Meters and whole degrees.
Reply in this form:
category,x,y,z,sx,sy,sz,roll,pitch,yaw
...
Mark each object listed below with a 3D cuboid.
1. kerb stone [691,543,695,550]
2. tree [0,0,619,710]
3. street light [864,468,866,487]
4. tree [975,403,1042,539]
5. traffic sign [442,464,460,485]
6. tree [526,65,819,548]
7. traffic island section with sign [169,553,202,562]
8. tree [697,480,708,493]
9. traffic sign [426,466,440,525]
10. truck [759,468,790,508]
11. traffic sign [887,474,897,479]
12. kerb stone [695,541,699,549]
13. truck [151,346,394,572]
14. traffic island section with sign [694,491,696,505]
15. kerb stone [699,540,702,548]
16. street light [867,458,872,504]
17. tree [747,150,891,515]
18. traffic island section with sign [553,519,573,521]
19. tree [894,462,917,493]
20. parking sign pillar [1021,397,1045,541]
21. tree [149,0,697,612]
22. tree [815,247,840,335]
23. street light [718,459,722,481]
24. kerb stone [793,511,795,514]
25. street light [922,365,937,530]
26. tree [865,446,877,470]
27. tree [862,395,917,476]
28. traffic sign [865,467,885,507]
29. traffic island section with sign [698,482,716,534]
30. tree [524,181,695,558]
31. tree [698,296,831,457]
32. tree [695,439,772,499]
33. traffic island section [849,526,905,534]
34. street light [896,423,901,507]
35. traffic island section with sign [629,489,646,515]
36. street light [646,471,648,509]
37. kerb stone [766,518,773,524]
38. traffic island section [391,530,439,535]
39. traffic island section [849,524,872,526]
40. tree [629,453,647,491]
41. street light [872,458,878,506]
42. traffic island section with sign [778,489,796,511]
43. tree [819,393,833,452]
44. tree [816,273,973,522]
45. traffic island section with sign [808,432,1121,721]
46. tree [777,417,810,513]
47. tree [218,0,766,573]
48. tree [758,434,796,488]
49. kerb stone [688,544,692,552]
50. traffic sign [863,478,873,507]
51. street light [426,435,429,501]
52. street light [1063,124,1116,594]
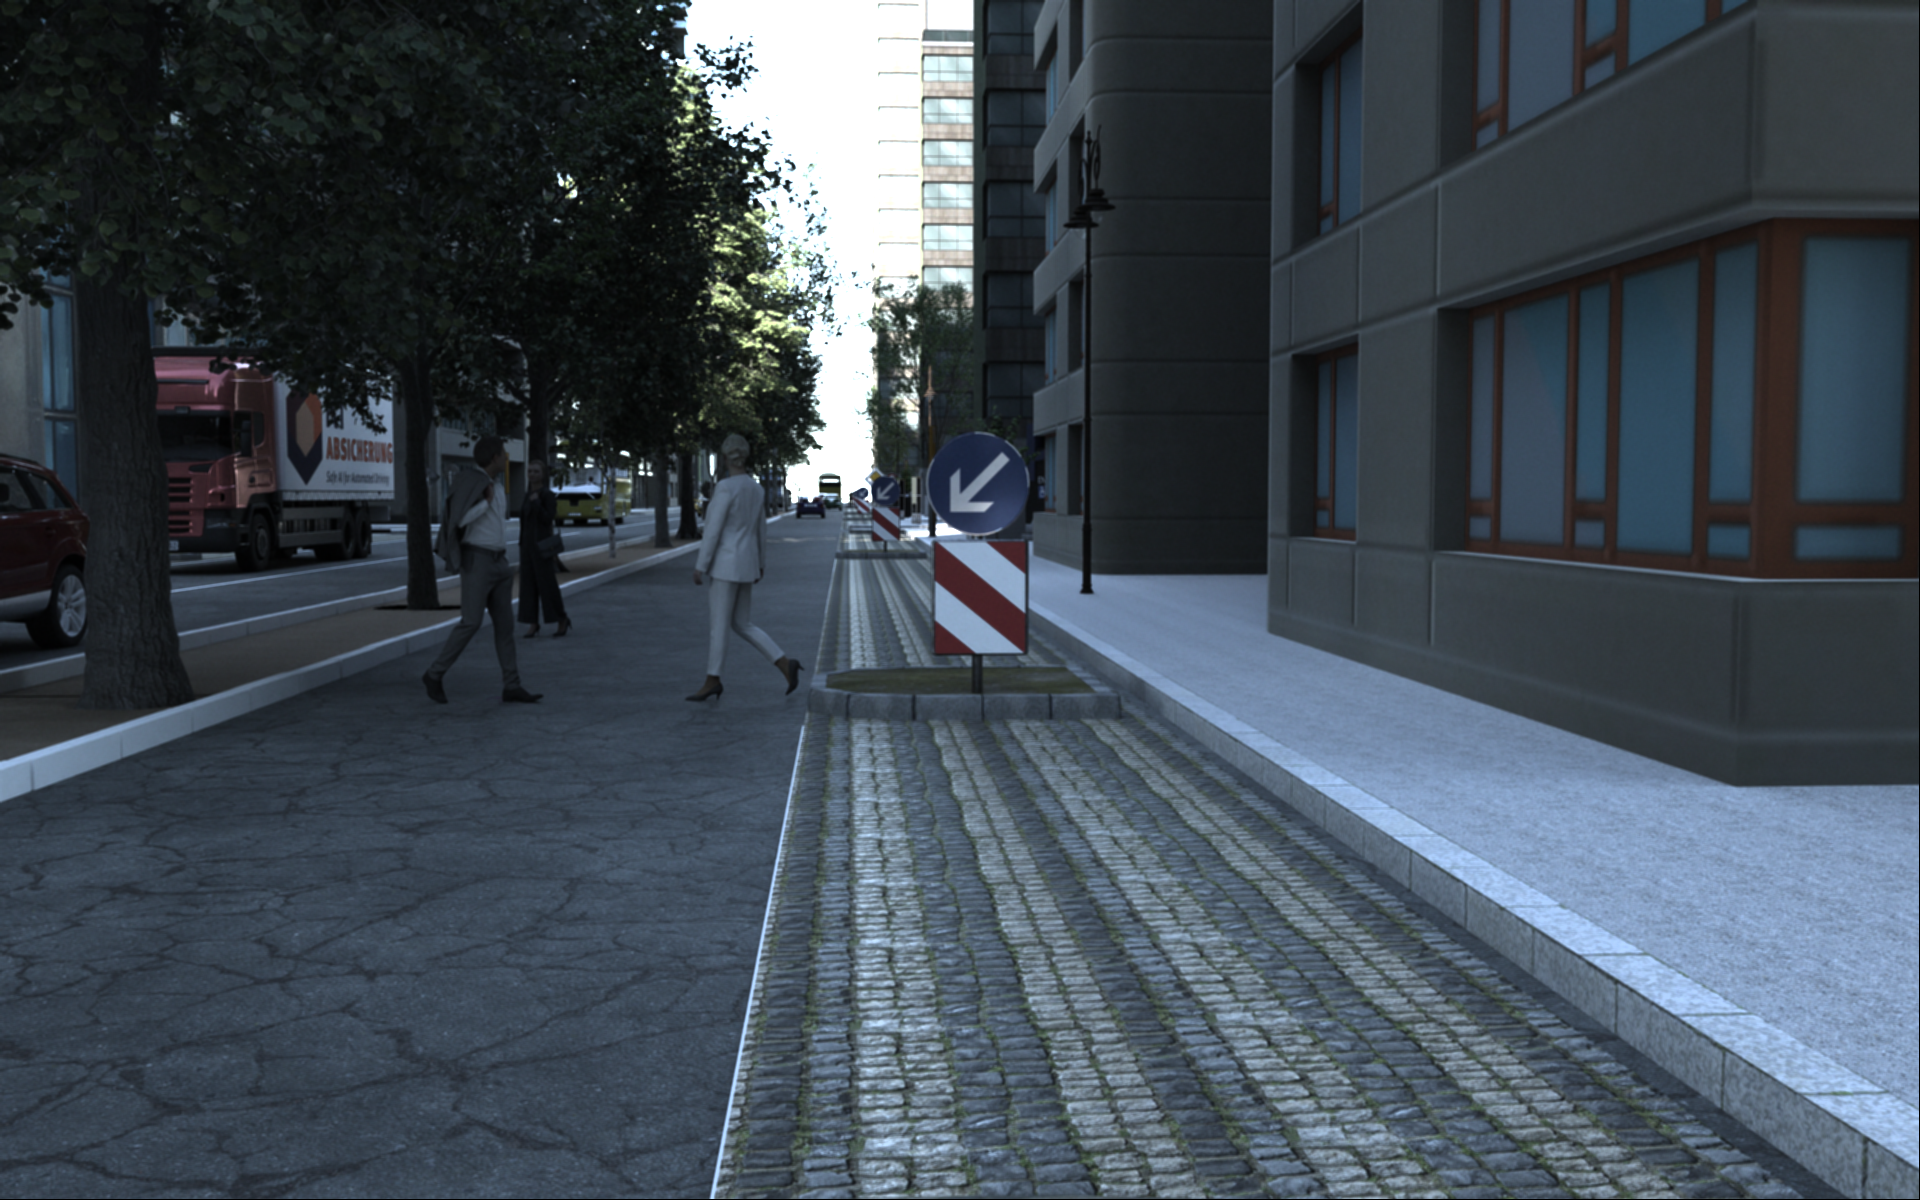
category,x,y,z,sx,sy,sz,roll,pitch,yaw
kerb stone,-6.834,-1.311,43.632,0.120,0.150,1.000,0,4,-4
tree,-5.544,-6.244,11.195,9.857,13.997,8.962,0,3,0
street light,-13.964,-17.814,264.047,0.468,5.910,1.993,0,4,-4
tree,0.748,-2.607,37.220,1.663,3.219,1.824,0,3,0
traffic sign,-21.483,-4.462,73.056,0.768,2.556,0.104,0,4,5
tree,-7.767,-7.623,45.221,7.486,12.596,7.792,0,3,0
traffic island section with sign,-17.486,-1.747,37.192,1.989,1.847,2.006,0,4,-4
tree,-30.558,-13.049,207.960,1.663,3.219,1.824,0,3,0
traffic sign,-19.086,-3.589,62.320,0.795,2.450,0.064,0,4,-4
truck,-19.932,-12.051,186.791,2.967,4.110,18.799,0,4,-3
traffic sign,-4.210,-6.555,107.273,0.768,2.556,0.104,0,4,-1
kerb stone,-6.892,-1.374,44.652,0.120,0.150,1.000,0,4,-4
truck,-14.202,-2.825,35.111,2.839,4.237,11.283,0,4,-3
traffic island section with sign,-26.016,-9.799,168.848,1.989,1.847,2.006,0,4,-4
kerb stone,-6.956,-1.430,45.678,0.120,0.150,1.000,0,4,-4
street light,-11.341,-15.263,222.336,0.468,5.910,1.993,0,4,-4
tree,-10.323,-14.431,94.294,12.611,20.169,13.585,0,3,0
traffic island section with sign,-21.118,-5.173,93.205,1.989,1.847,2.006,0,4,-4
tree,-3.255,-6.637,103.115,1.663,3.219,1.824,0,3,0
parking sign pillar,2.417,-3.618,47.629,1.447,3.967,1.447,-3,5,-45
tree,-6.759,-5.686,21.182,9.928,11.665,9.643,0,3,0
tree,-8.644,-8.271,54.702,9.611,12.733,9.660,0,3,0
street light,-31.999,-15.766,230.555,0.468,5.910,1.993,0,4,-4
kerb stone,-11.896,-6.097,121.920,0.120,0.150,1.000,0,4,-4
street light,-1.079,-5.465,62.141,0.468,5.910,1.993,0,4,-4
tree,-10.823,-17.356,234.131,4.360,8.622,3.978,0,3,0
tree,-5.029,-10.882,128.289,4.737,8.622,4.395,0,3,0
traffic sign,-3.074,-3.651,63.332,0.795,2.450,0.064,0,4,-4
traffic island section with sign,-9.166,-3.371,63.256,2.006,1.907,1.989,0,4,-4
tree,-7.805,-5.246,38.595,4.737,8.622,4.395,0,3,0
tree,-10.522,-8.939,83.021,8.767,10.594,7.601,0,4,-4
tree,-8.839,-6.672,61.901,4.360,8.622,3.978,0,3,0
traffic island section,-3.051,-2.516,63.411,2.009,0.180,2.903,0,4,-4
street light,-3.801,-8.152,106.075,0.468,5.910,1.993,0,4,-4
traffic island section with sign,-22.861,-6.818,120.104,1.989,1.847,2.006,0,4,-4
street light,-26.547,-10.639,146.729,0.468,5.910,1.993,0,4,-4
kerb stone,-9.709,-4.024,88.162,0.120,0.150,1.000,0,4,-4
traffic island section,-19.109,-2.453,62.380,2.009,0.180,2.903,0,4,-4
traffic island section,-3.567,-3.003,71.379,2.009,0.180,2.903,0,4,-4
tree,-27.342,-11.739,142.295,4.360,8.622,3.978,0,3,0
street light,-8.663,-12.781,181.757,0.468,5.910,1.993,0,4,-4
traffic island section with sign,-14.499,-8.409,145.630,2.006,1.907,1.989,0,4,-4
tree,-11.568,-11.255,104.596,7.486,12.596,7.792,0,3,0
tree,-1.230,-9.480,80.751,9.928,11.665,9.643,0,3,0
traffic island section with sign,-0.037,-0.196,11.837,1.989,1.847,2.006,0,4,-4
tree,-14.433,-11.709,144.258,4.360,8.622,3.978,0,3,0
tree,-7.606,-6.820,30.967,9.611,12.733,9.660,0,3,0
tree,-13.461,-10.542,125.181,4.737,8.622,4.395,0,3,0
kerb stone,-6.755,-1.249,42.612,0.120,0.150,1.000,0,4,-4
traffic sign,-3.590,-4.138,71.301,0.795,2.450,0.064,0,4,-4
street light,-21.705,-5.981,70.569,0.468,5.910,1.993,0,4,-4
street light,1.639,-3.022,22.196,0.468,5.910,1.993,0,4,-4
